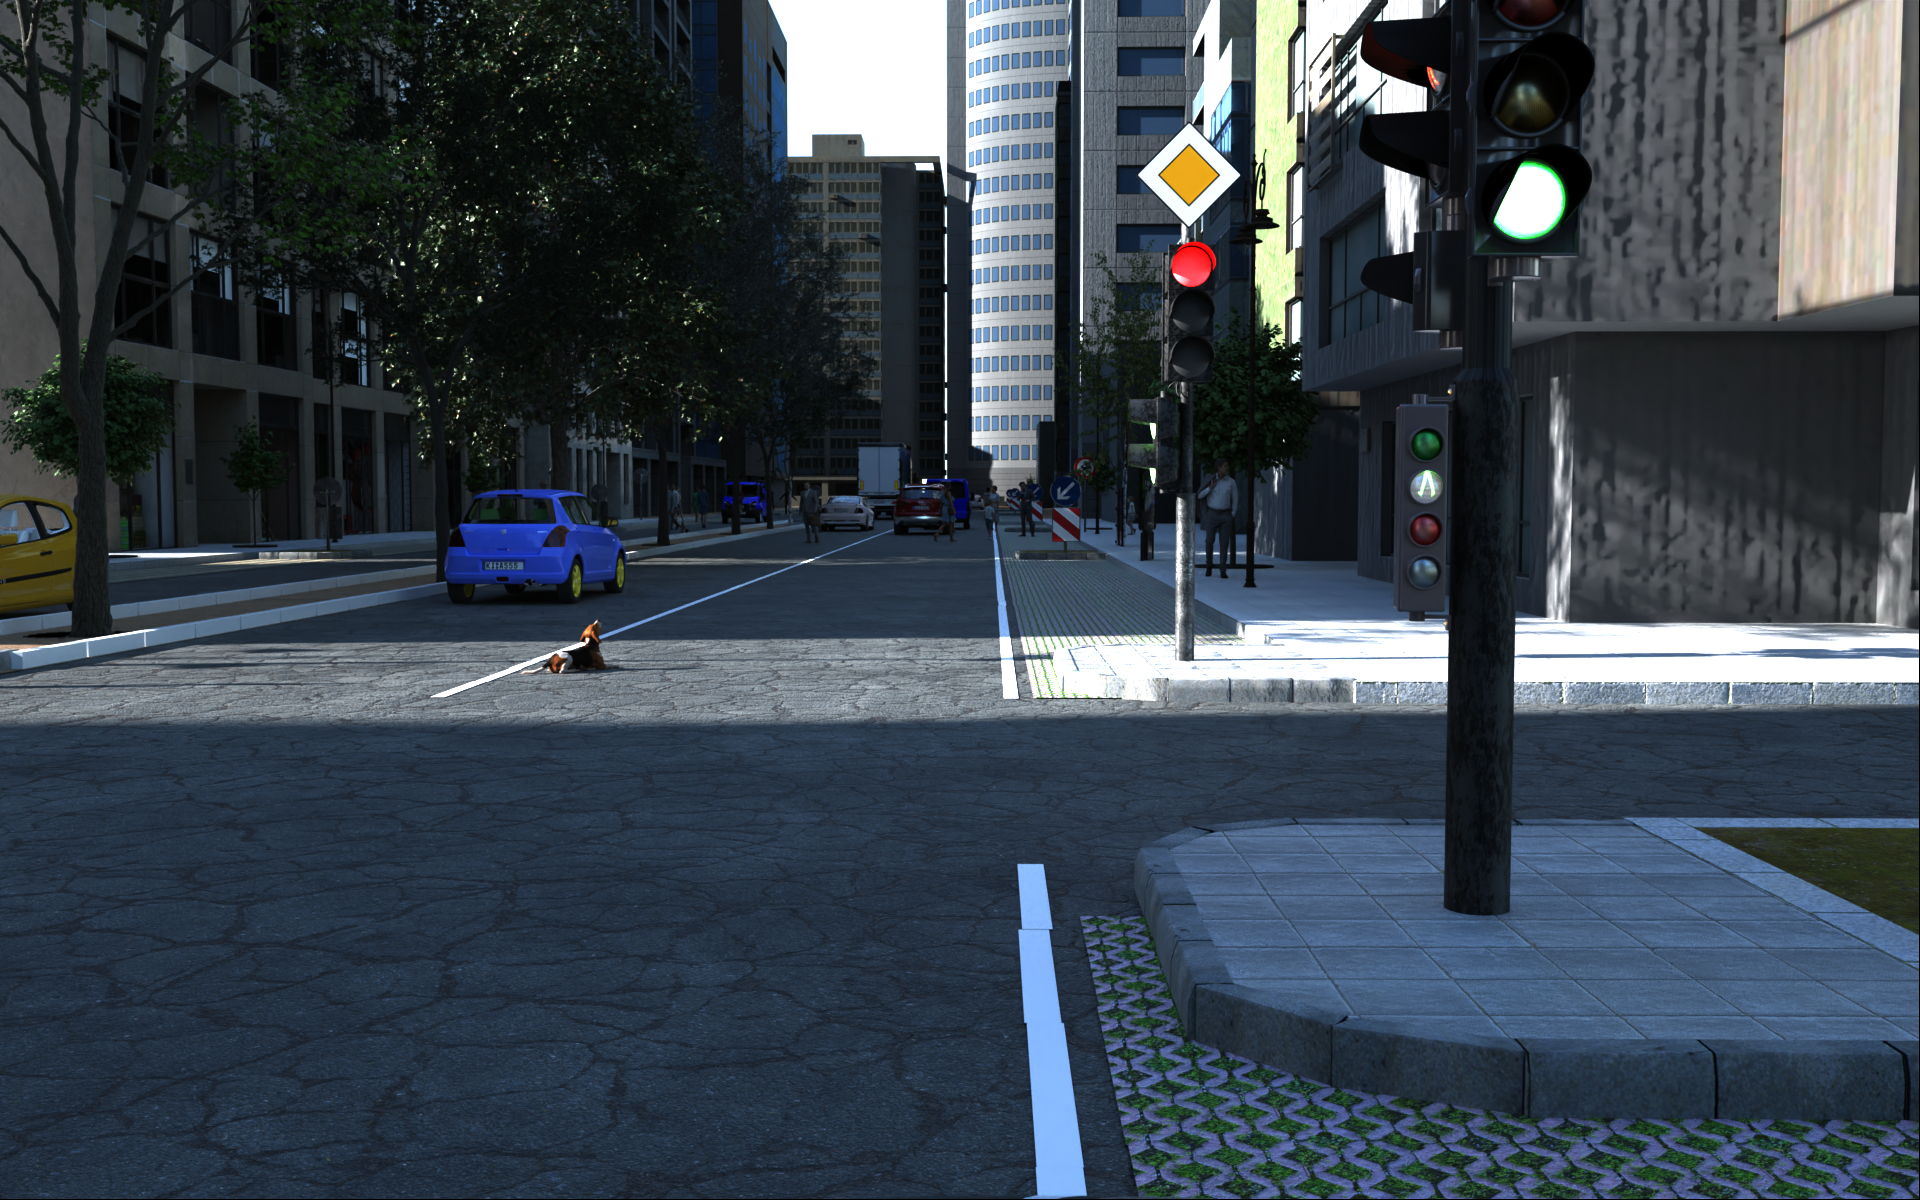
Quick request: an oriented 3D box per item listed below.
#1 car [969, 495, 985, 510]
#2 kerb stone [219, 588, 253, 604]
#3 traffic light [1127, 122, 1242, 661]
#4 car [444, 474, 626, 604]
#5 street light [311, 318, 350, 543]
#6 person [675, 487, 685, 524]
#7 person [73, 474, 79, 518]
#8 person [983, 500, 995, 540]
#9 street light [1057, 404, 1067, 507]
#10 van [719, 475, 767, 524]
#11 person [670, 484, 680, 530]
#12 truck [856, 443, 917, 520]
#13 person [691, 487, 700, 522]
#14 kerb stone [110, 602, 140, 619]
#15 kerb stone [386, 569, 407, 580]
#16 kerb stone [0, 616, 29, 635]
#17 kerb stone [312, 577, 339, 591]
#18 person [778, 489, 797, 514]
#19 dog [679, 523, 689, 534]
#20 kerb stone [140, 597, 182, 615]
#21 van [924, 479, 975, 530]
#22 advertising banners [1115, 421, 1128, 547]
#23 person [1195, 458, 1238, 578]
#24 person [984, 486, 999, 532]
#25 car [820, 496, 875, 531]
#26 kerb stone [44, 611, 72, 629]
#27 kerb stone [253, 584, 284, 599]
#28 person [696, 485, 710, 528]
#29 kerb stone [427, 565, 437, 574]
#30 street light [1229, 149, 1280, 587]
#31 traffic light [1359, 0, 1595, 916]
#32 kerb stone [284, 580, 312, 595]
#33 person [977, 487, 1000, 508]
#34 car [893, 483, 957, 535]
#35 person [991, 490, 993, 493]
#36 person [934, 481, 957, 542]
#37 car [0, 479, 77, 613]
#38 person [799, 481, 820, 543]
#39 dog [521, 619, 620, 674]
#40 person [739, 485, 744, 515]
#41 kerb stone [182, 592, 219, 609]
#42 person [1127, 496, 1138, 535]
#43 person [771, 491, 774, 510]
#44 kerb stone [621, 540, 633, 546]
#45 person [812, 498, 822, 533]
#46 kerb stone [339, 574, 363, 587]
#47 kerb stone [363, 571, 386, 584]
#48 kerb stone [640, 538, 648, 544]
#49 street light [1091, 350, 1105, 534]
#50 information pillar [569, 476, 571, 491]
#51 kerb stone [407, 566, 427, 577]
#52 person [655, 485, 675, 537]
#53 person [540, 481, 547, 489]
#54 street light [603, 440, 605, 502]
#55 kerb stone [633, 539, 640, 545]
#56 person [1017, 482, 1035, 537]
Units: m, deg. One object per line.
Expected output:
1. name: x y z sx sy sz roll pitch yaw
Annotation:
1. car: 1.258 -9.052 160.365 2.083 1.381 4.827 0 4 3
2. kerb stone: -9.629 -0.039 22.828 0.120 0.150 1.000 0 4 1
3. traffic light: 1.715 -1.489 13.259 0.839 4.253 0.868 0 4 1
4. car: -5.783 -0.880 23.982 1.945 1.707 3.694 0 4 2
5. street light: -16.551 -4.458 45.680 0.468 5.910 1.993 0 4 1
6. person: -13.432 -4.511 82.590 0.599 1.781 0.374 1 4 18
7. person: -14.912 -1.249 29.196 0.573 1.790 0.520 -1 4 -23
8. person: 0.918 -2.533 54.603 0.352 1.250 0.332 -2 4 -35
9. street light: 5.139 -7.011 87.415 0.468 5.910 1.993 0 4 1
10. van: -10.501 -4.934 85.051 2.240 2.365 5.245 0 3 0
11. person: -11.507 -3.718 69.382 0.679 1.850 0.850 2 4 32
12. truck: -4.209 -6.794 99.999 2.839 4.237 11.283 0 4 2
13. person: -13.285 -4.809 87.366 0.600 1.795 0.529 0 4 3
14. kerb stone: -9.686 0.150 19.749 0.120 0.150 1.000 0 4 1
15. kerb stone: -9.524 -0.414 28.966 0.120 0.150 1.000 0 4 1
16. kerb stone: -9.719 0.275 17.703 0.120 0.150 1.000 0 4 1
17. kerb stone: -9.574 -0.226 25.894 0.120 0.150 1.000 0 4 1
18. person: -12.153 -6.951 122.167 1.348 1.821 0.705 -1 4 -13
19. dog: -9.844 -2.580 62.370 0.748 0.427 0.550 -2 4 -33
20. kerb stone: -9.663 0.087 20.781 0.120 0.150 1.000 0 4 1
21. van: -0.517 -4.115 71.658 2.240 2.365 5.245 0 4 1
22. advertising banners: 3.967 -2.832 42.488 0.090 3.025 2.074 0 4 -1
23. person: 3.943 -1.255 26.668 0.679 1.850 0.850 0 4 -2
24. person: 1.237 -3.493 66.181 0.480 1.755 0.524 2 4 33
25. car: -4.419 -3.399 67.930 2.083 1.381 4.827 0 4 2
26. kerb stone: -9.705 0.214 18.727 0.120 0.150 1.000 0 4 1
27. kerb stone: -9.613 -0.099 23.850 0.120 0.150 1.000 0 4 1
28. person: -10.834 -3.941 72.965 0.581 1.822 0.654 0 4 3
29. kerb stone: -9.490 -0.536 31.011 0.120 0.150 1.000 0 4 1
30. street light: 3.996 -3.113 23.686 0.468 5.910 1.993 0 4 1
31. traffic light: -0.518 -1.866 5.170 4.771 5.953 1.251 0 4 1
32. kerb stone: -9.593 -0.164 24.872 0.120 0.150 1.000 0 4 1
33. person: 1.605 -5.519 98.742 1.348 1.824 0.705 1 4 10
34. car: -1.262 -3.294 62.525 2.281 1.827 5.304 0 4 2
35. person: 2.247 -6.952 122.892 1.217 1.743 0.721 3 5 40
36. person: -0.392 -2.650 51.929 0.778 1.811 0.616 -2 4 -32
37. car: -11.054 -0.537 19.012 2.015 1.641 3.980 0 4 0
38. person: -4.419 -2.570 50.632 0.709 1.813 0.853 1 4 17
39. dog: -3.161 0.375 14.057 0.748 0.427 0.550 0 4 -5
40. person: -9.574 -4.055 74.776 0.580 1.828 0.573 3 4 39
41. kerb stone: -9.652 0.024 21.806 0.120 0.150 1.000 0 4 1
42. person: 5.417 -2.640 54.221 0.382 1.210 0.505 0 4 -2
43. person: -14.898 -7.936 136.253 0.683 1.767 0.568 1 4 15
44. kerb stone: -9.194 -1.542 47.424 0.120 0.150 1.000 0 4 1
45. person: -5.344 -3.154 64.340 0.475 1.303 0.640 1 4 19
46. kerb stone: -9.554 -0.289 26.922 0.120 0.150 1.000 0 4 1
47. kerb stone: -9.541 -0.352 27.944 0.120 0.150 1.000 0 4 1
48. kerb stone: -9.159 -1.667 49.480 0.120 0.150 1.000 0 4 1
49. street light: 4.418 -5.062 55.553 0.468 5.910 1.993 0 4 1
50. information pillar: -15.864 -3.985 69.646 0.304 2.012 0.304 3 5 40
51. kerb stone: -9.499 -0.472 29.989 0.120 0.150 1.000 0 4 1
52. person: -9.784 -2.995 57.566 0.635 1.810 0.391 0 4 5
53. person: -11.672 -2.457 48.842 0.661 1.801 0.590 -3 5 -42
54. street light: -15.992 -6.419 77.736 0.468 5.910 1.993 0 4 1
55. kerb stone: -9.181 -1.606 48.453 0.120 0.150 1.000 0 4 1
56. person: 2.227 -3.047 58.127 0.655 1.846 0.447 1 4 19
